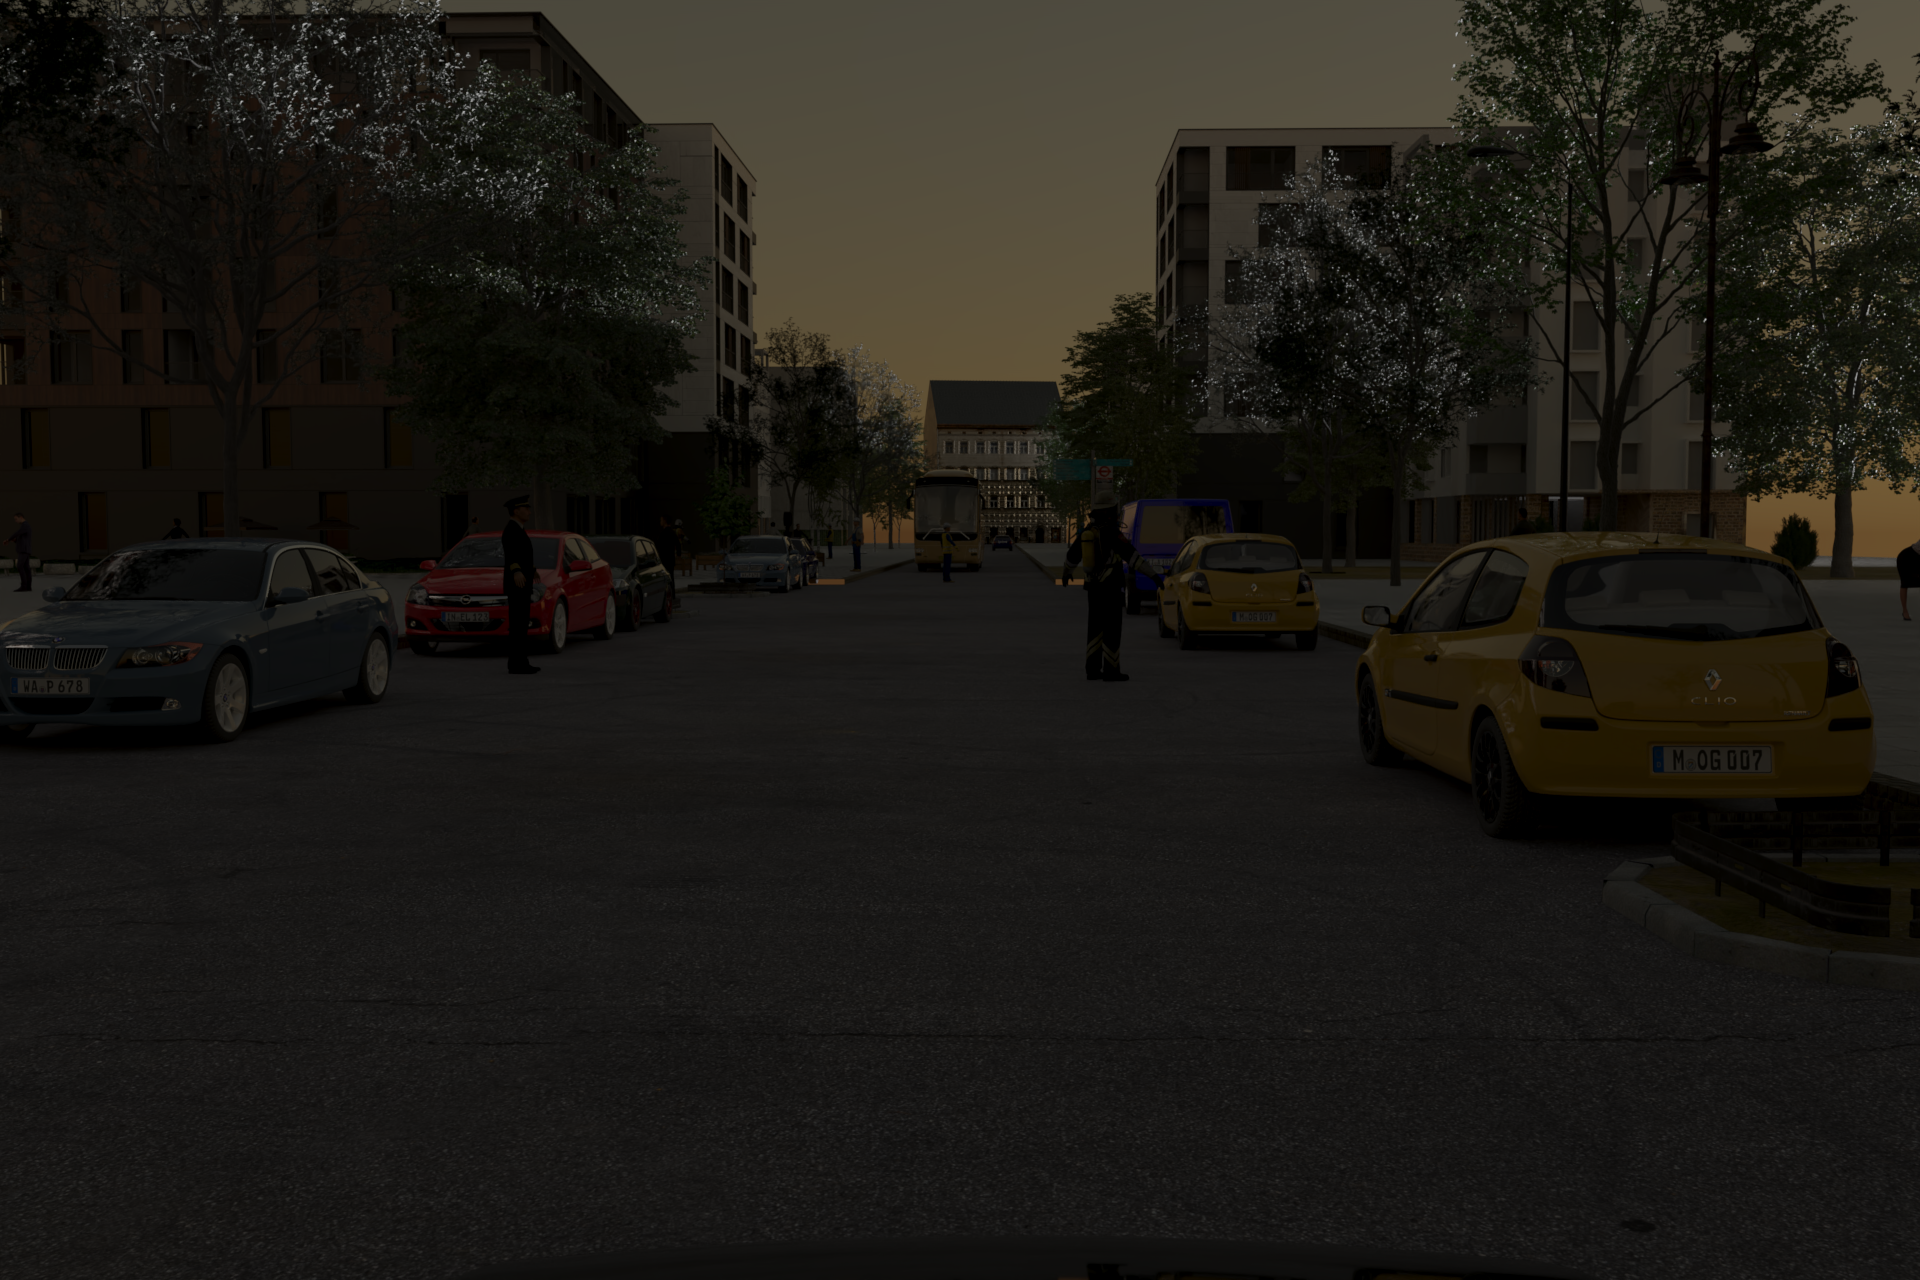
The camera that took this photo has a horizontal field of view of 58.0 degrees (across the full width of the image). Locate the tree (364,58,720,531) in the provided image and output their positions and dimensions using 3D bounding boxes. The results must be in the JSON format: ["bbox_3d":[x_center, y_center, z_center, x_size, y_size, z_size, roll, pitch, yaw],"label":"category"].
[{"bbox_3d":[-11.373,-8.577,46.897,9.857,13.997,8.962,0,3,0],"label":"tree"}]

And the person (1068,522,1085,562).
[{"bbox_3d":[5.599,-4.476,79.303,1.347,1.817,0.704,-1,4,-15],"label":"person"}]

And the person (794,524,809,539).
[{"bbox_3d":[-8.161,-4.975,87.482,1.346,1.812,0.704,-3,4,-36],"label":"person"}]

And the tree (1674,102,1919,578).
[{"bbox_3d":[26.011,-8.821,50.877,9.857,13.997,8.962,0,3,0],"label":"tree"}]

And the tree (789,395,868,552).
[{"bbox_3d":[-7.059,-8.398,87.676,4.737,8.622,4.395,0,3,0],"label":"tree"}]

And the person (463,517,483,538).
[{"bbox_3d":[-14.384,-2.766,51.497,1.348,1.796,0.705,2,4,32],"label":"person"}]

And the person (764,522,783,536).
[{"bbox_3d":[-8.030,-4.184,74.589,1.347,1.806,0.705,1,4,22],"label":"person"}]

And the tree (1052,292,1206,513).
[{"bbox_3d":[7.887,-9.995,81.552,7.486,12.596,7.792,0,3,0],"label":"tree"}]

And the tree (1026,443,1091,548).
[{"bbox_3d":[9.597,-13.454,154.385,8.767,10.594,7.601,1,4,22],"label":"tree"}]

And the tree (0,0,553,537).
[{"bbox_3d":[-11.930,-7.202,28.123,12.009,13.543,11.850,0,3,0],"label":"tree"}]

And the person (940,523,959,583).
[{"bbox_3d":[-0.301,-2.590,51.264,0.721,1.772,1.216,-1,4,-22],"label":"person"}]

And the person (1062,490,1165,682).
[{"bbox_3d":[1.435,-0.533,16.952,0.705,1.856,1.354,-3,5,-41],"label":"person"}]

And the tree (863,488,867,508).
[{"bbox_3d":[-15.715,-19.713,240.428,7.486,12.596,7.792,0,3,0],"label":"tree"}]

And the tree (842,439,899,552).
[{"bbox_3d":[-6.243,-10.635,124.239,4.737,8.622,4.395,0,3,0],"label":"tree"}]

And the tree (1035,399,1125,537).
[{"bbox_3d":[10.035,-13.805,143.845,7.486,12.596,7.792,0,3,0],"label":"tree"}]

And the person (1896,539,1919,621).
[{"bbox_3d":[14.211,-0.994,25.483,0.799,1.438,0.628,3,4,36],"label":"person"}]

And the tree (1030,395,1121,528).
[{"bbox_3d":[9.044,-12.443,129.191,9.928,11.665,9.643,0,3,0],"label":"tree"}]

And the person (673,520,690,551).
[{"bbox_3d":[-11.147,-3.852,68.747,0.705,1.858,1.354,-3,5,-41],"label":"person"}]

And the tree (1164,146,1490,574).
[{"bbox_3d":[11.836,-8.906,55.978,12.009,13.543,11.850,0,3,0],"label":"tree"}]

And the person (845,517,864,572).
[{"bbox_3d":[-3.549,-3.257,59.105,0.705,1.847,1.347,-2,4,-30],"label":"person"}]

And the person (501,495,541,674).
[{"bbox_3d":[-4.519,-0.579,17.857,0.705,1.837,1.347,0,4,-7],"label":"person"}]

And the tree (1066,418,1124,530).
[{"bbox_3d":[8.432,-9.591,107.174,4.737,8.622,4.395,0,3,0],"label":"tree"}]

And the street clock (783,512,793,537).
[{"bbox_3d":[-5.558,-3.138,55.884,0.358,2.002,0.471,0,4,2],"label":"street clock"}]

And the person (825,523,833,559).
[{"bbox_3d":[-6.725,-5.088,89.151,0.705,1.833,1.349,0,4,7],"label":"person"}]

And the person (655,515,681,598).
[{"bbox_3d":[-5.686,-1.515,33.459,0.704,1.802,1.346,1,4,20],"label":"person"}]

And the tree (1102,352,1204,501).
[{"bbox_3d":[7.684,-7.379,71.010,4.737,8.622,4.395,0,3,0],"label":"tree"}]

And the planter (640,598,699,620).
[{"bbox_3d":[-5.593,-0.542,29.995,1.991,0.319,1.994,0,4,1],"label":"planter"}]

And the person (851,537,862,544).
[{"bbox_3d":[-5.212,-4.816,88.002,0.599,1.433,0.991,-3,4,-38],"label":"person"}]

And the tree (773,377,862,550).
[{"bbox_3d":[-6.752,-8.034,81.723,4.737,8.622,4.395,0,3,0],"label":"tree"}]

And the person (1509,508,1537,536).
[{"bbox_3d":[11.633,-1.826,35.918,1.348,1.821,0.705,-2,4,-34],"label":"person"}]

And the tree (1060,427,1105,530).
[{"bbox_3d":[8.975,-10.319,119.074,4.737,8.622,4.395,0,3,0],"label":"tree"}]

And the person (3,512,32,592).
[{"bbox_3d":[-20.986,-1.963,38.584,0.568,1.767,0.683,-2,4,-26],"label":"person"}]

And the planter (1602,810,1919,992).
[{"bbox_3d":[3.484,0.906,6.327,1.991,0.319,1.994,0,4,1],"label":"planter"}]

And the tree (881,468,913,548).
[{"bbox_3d":[-5.452,-12.460,154.089,4.360,8.622,3.978,0,3,0],"label":"tree"}]

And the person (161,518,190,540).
[{"bbox_3d":[-22.754,-2.659,50.193,0.721,1.740,1.216,1,4,22],"label":"person"}]

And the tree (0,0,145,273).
[{"bbox_3d":[-11.783,-4.976,15.773,8.767,10.594,7.601,-1,4,-13],"label":"tree"}]

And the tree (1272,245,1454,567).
[{"bbox_3d":[15.527,-9.104,66.971,7.486,12.596,7.792,0,3,0],"label":"tree"}]

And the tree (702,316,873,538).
[{"bbox_3d":[-7.512,-8.613,75.233,8.767,10.594,7.601,1,4,15],"label":"tree"}]

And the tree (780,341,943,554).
[{"bbox_3d":[-6.680,-12.297,111.428,12.009,13.543,11.850,0,3,0],"label":"tree"}]
